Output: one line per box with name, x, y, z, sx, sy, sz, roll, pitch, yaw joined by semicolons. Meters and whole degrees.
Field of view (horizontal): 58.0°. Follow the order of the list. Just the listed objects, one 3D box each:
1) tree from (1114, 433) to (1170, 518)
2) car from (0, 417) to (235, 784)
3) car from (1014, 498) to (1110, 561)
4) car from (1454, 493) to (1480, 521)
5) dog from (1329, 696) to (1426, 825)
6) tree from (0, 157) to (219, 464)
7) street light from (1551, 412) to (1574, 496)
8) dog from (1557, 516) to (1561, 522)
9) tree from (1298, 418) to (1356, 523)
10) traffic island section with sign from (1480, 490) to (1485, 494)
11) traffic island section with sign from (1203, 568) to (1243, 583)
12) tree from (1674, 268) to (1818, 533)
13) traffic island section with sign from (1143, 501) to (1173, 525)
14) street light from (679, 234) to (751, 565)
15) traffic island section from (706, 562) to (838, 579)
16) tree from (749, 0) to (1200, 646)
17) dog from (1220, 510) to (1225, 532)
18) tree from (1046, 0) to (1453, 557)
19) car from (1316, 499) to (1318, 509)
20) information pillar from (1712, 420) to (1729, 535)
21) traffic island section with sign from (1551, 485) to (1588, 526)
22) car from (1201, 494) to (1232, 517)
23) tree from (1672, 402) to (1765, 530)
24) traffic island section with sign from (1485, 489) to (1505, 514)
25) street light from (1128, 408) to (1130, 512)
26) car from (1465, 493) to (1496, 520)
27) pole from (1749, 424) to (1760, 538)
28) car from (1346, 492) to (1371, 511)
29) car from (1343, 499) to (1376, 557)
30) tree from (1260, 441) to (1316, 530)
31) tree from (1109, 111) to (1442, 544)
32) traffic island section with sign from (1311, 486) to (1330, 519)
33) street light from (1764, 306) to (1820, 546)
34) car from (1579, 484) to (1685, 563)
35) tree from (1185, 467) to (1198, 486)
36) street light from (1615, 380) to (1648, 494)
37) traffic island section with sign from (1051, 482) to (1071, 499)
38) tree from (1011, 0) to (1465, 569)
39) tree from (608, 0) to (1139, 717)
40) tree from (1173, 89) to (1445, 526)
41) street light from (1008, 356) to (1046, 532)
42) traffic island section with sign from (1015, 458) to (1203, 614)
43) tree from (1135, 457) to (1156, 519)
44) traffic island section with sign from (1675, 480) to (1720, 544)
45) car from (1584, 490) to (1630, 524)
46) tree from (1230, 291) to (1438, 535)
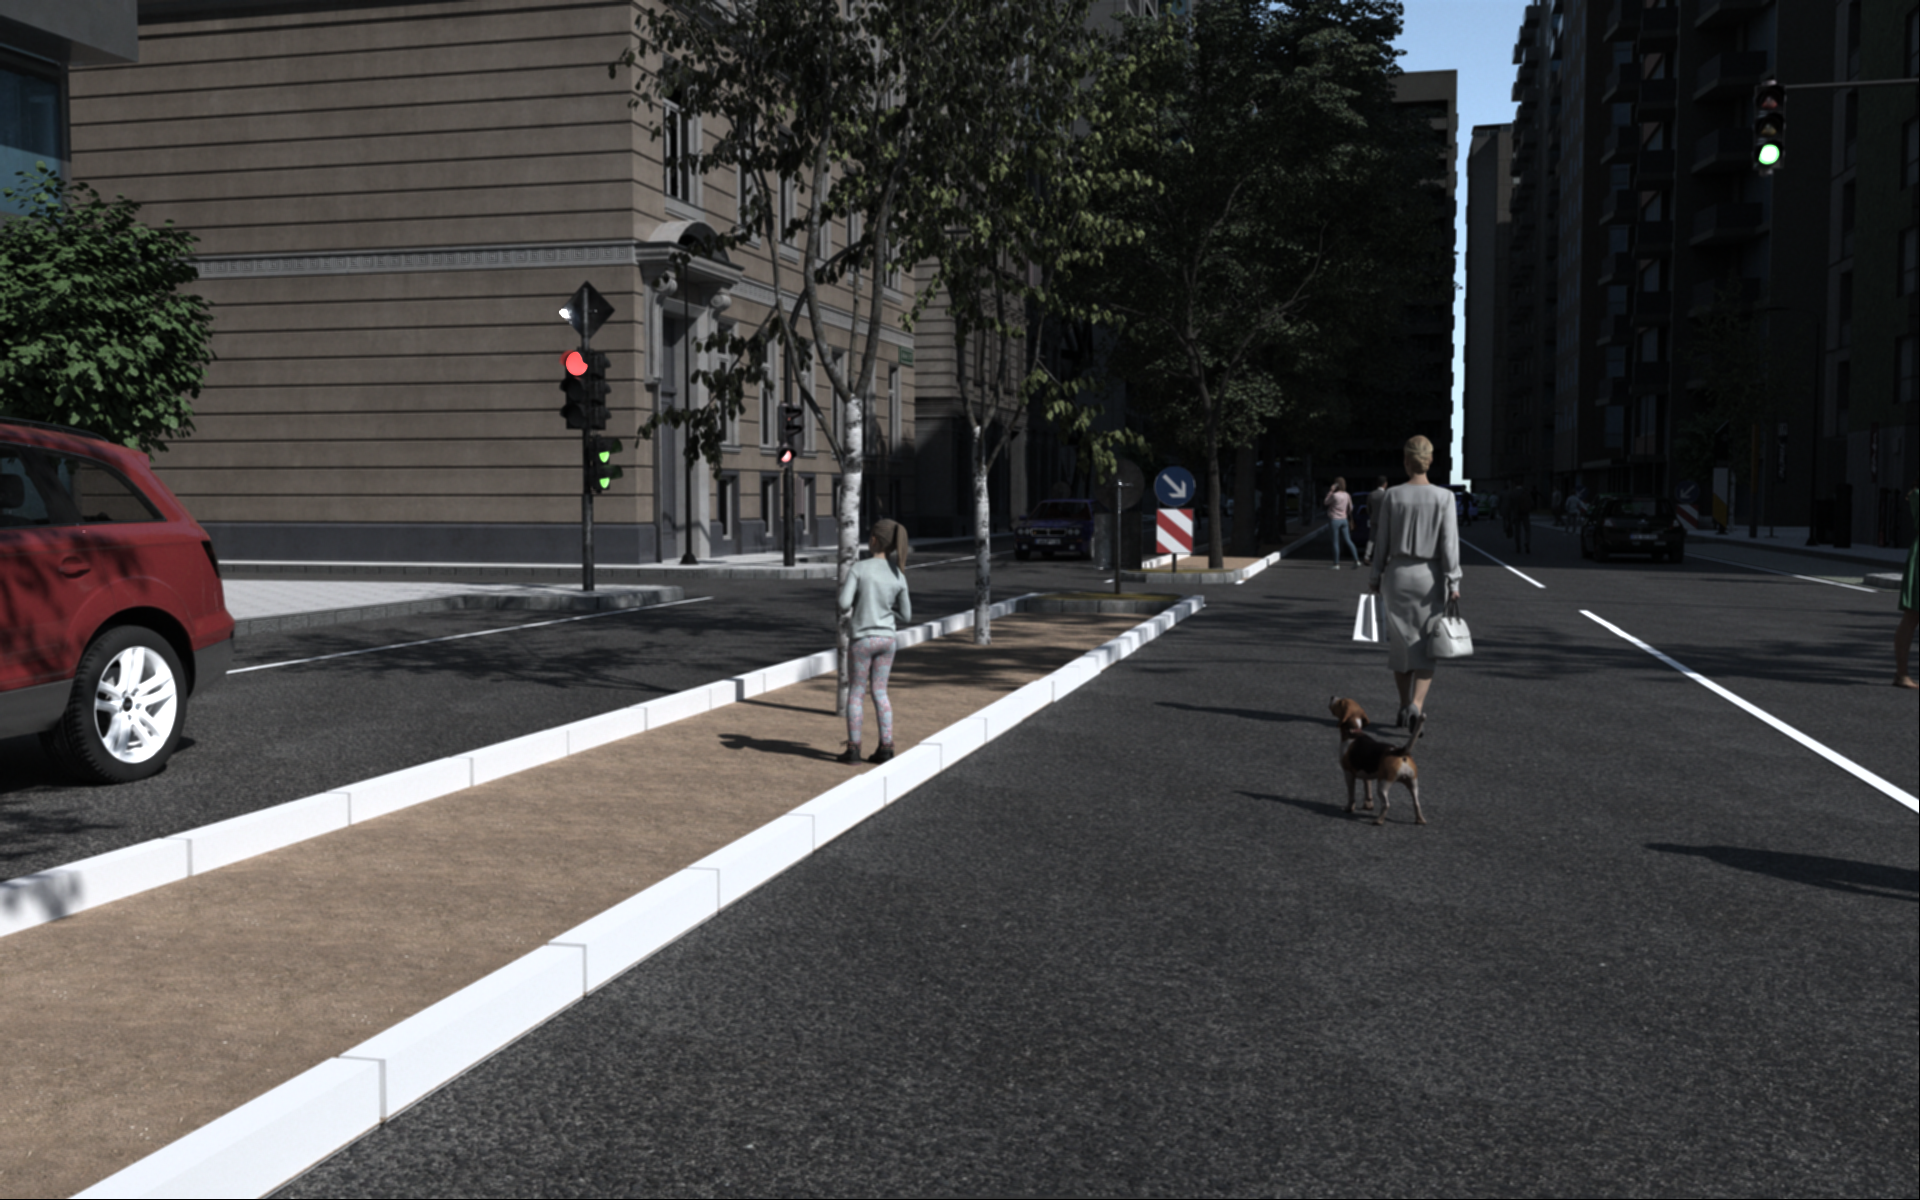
tree;9.732;-6.710;93.420;4.285;4.588;4.351;0;3;0
car;-5.417;0.079;7.376;2.281;1.827;5.304;1;4;14
car;2.379;-1.590;38.577;1.945;1.354;3.894;1;4;16
car;26.997;-5.117;93.251;1.945;1.707;3.694;1;4;15
dog;1.839;0.711;7.659;0.540;0.507;0.406;2;4;30
tree;-8.946;-2.047;17.182;4.285;4.588;4.351;0;3;0
street light;34.144;-7.682;98.142;1.470;5.913;1.316;1;4;14
dog;29.256;-3.941;84.622;0.550;0.427;0.748;2;4;30
tree;17.705;-8.152;86.108;4.737;8.622;4.395;0;3;0
traffic island section with sign;45.750;-8.759;151.832;1.989;1.847;2.006;1;4;14
traffic island section with sign;3.641;-1.262;28.762;2.006;1.907;1.989;1;4;14
tree;25.890;-6.540;57.298;4.737;8.622;4.395;0;3;0
traffic island section with sign;9.757;-4.469;81.696;1.989;1.847;2.006;1;4;14
street light;-4.415;-3.590;31.231;1.470;5.913;1.316;1;4;14
traffic island section;-3.050;-0.518;30.744;2.009;0.180;2.903;1;4;14
tree;0.192;-3.860;15.935;4.737;8.622;4.395;0;3;0
dog;9.812;-3.007;66.004;0.800;0.831;0.513;-2;4;-27
tree;6.549;-7.990;39.742;9.857;13.997;8.962;0;3;0
car;34.089;-9.600;169.545;1.945;1.354;3.894;1;4;14
information pillar;24.101;-3.883;54.843;0.504;3.616;0.183;-1;4;-13
traffic island section with sign;27.666;-4.230;77.788;1.989;1.847;2.006;1;4;14
car;16.168;-6.053;108.756;2.009;1.686;4.222;1;4;13
tree;27.024;-4.782;61.904;4.285;4.588;4.351;0;3;0
traffic island section with sign;39.235;-7.129;125.184;1.989;1.847;2.006;1;4;14
street light;8.893;-6.904;85.429;1.470;5.913;1.316;1;4;14
car;29.439;-5.470;98.235;1.959;1.807;4.718;1;4;15
pole;23.207;-3.470;50.586;0.158;3.312;0.155;0;3;0
car;14.434;-3.151;61.113;1.945;1.707;3.694;1;4;16
car;9.889;-1.719;40.684;1.945;1.354;3.894;1;4;12
tree;13.516;-7.084;68.646;4.360;8.622;3.978;0;3;0
tree;8.841;-7.943;49.326;9.611;12.733;9.660;0;3;0
traffic island section with sign;21.471;-5.726;101.763;2.006;1.907;1.989;1;4;14
street light;20.537;-4.296;42.781;1.470;5.913;1.316;1;4;14
car;14.445;-1.683;37.307;2.009;1.686;4.222;1;4;14
tree;14.341;-7.070;110.203;1.663;3.219;1.824;0;3;0
street light;27.307;-5.987;70.435;1.470;5.913;1.316;1;4;14
traffic island section with sign;3.145;-2.816;54.662;1.989;1.847;2.006;1;4;14
tree;4.701;-5.764;31.105;8.767;10.594;7.601;1;4;14
tree;-0.675;-3.564;11.087;4.360;8.622;3.978;0;3;0
tree;14.310;-13.370;76.951;12.611;20.169;13.585;0;3;0
street light;2.183;-5.245;58.304;1.470;5.913;1.316;1;4;14
traffic island section with sign;1.873;-0.822;21.568;2.006;1.907;1.989;1;4;14
tree;9.256;-5.817;89.715;1.663;3.219;1.824;0;3;0
traffic island section with sign;21.027;-2.572;50.680;1.989;1.847;2.006;1;4;14
car;23.923;-3.333;63.290;1.959;1.807;4.718;1;4;14
tree;11.228;-8.997;59.929;12.009;13.543;11.850;0;3;0
